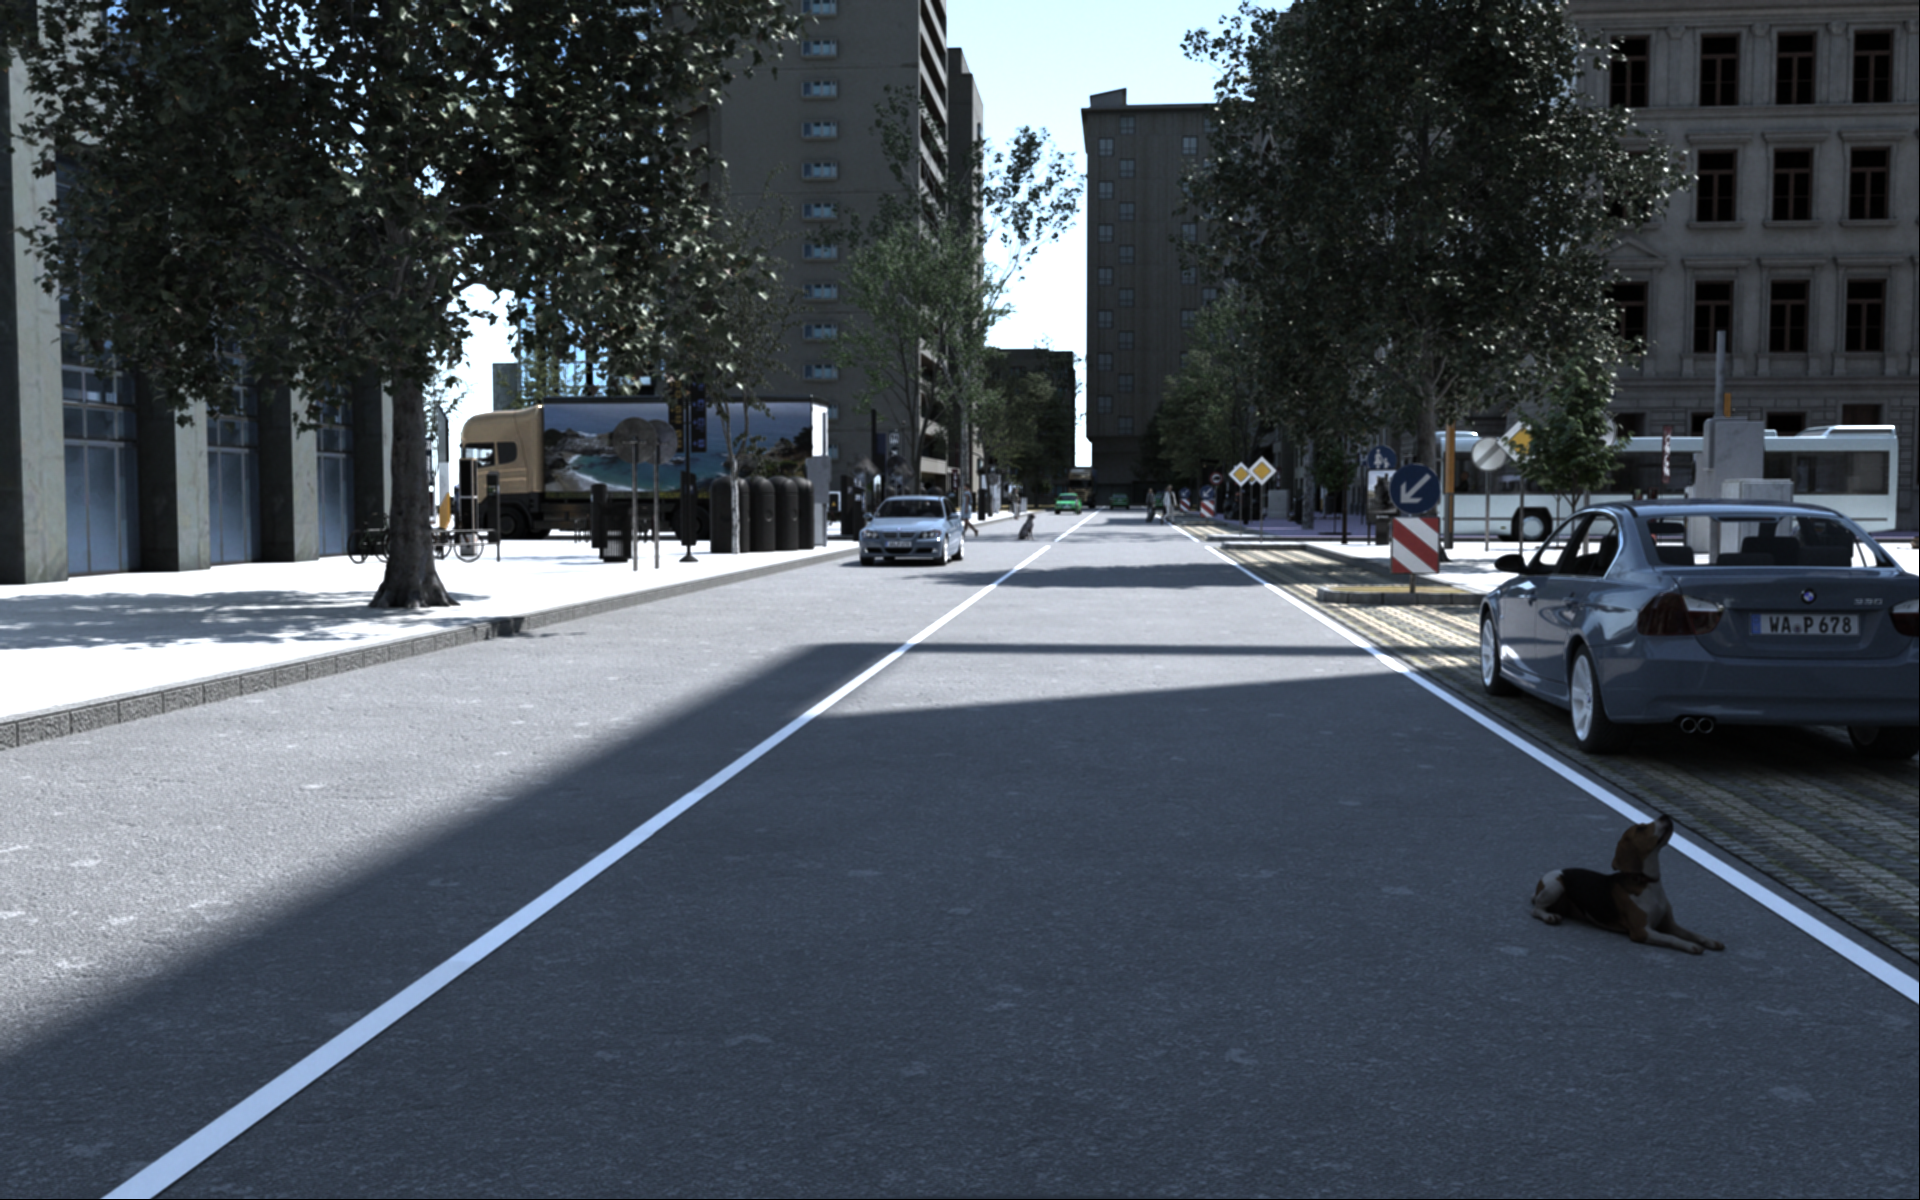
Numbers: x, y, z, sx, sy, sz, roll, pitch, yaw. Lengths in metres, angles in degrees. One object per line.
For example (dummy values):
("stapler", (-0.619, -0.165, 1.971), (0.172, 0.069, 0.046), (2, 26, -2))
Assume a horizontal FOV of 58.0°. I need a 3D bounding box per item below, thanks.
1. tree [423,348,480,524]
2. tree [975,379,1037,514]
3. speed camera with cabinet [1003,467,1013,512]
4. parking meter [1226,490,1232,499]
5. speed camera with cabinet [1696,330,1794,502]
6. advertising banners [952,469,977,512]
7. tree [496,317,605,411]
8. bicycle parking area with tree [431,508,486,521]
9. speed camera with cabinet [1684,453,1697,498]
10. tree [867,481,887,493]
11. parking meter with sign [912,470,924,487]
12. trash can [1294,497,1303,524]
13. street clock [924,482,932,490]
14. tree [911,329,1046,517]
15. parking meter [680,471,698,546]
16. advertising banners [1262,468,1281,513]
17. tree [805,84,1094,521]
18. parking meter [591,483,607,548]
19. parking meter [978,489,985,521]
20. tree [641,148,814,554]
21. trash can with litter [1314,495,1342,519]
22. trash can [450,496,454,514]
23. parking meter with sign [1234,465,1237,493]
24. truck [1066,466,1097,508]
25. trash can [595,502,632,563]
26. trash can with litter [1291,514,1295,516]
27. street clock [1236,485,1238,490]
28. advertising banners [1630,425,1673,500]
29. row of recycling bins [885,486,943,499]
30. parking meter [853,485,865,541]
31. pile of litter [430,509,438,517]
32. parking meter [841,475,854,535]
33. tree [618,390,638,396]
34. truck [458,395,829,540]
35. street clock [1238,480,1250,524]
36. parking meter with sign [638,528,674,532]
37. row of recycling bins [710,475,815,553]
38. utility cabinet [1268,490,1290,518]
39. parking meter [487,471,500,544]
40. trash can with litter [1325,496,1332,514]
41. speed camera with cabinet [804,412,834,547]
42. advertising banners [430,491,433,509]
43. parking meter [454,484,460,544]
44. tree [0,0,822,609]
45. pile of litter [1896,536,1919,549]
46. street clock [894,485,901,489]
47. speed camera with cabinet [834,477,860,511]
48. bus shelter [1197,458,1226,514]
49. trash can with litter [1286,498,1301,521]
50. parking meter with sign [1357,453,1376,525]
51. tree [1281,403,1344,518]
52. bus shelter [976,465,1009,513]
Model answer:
("tree", (-22.724, -7.556, 73.904), (4.360, 8.622, 3.978), (0, 3, 0))
("tree", (2.530, -9.739, 109.600), (4.737, 8.622, 4.395), (0, 3, 0))
("speed camera with cabinet", (2.803, -8.000, 125.129), (2.038, 3.252, 0.660), (1, 4, 9))
("parking meter", (16.179, -5.862, 104.261), (0.372, 1.533, 0.369), (0, 3, 0))
("speed camera with cabinet", (9.249, -1.591, 20.342), (0.660, 3.252, 2.038), (1, 4, 12))
("advertising banners", (0.301, -7.643, 121.148), (2.074, 3.025, 0.090), (-2, 4, -32))
("tree", (-16.249, -7.213, 68.293), (4.737, 8.622, 4.395), (0, 3, 0))
("bicycle parking area with tree", (-23.261, -6.529, 93.747), (8.231, 4.147, 9.016), (0, 4, -3))
("speed camera with cabinet", (15.942, -2.617, 37.124), (0.660, 3.252, 2.038), (1, 4, 17))
("tree", (-5.760, -7.523, 117.597), (1.663, 3.219, 1.824), (0, 3, 0))
("parking meter with sign", (-2.743, -7.759, 123.126), (0.543, 3.016, 1.738), (2, 4, 25))
("trash can", (14.518, -3.775, 73.374), (0.748, 1.137, 0.748), (0, 3, 0))
("street clock", (-1.948, -6.115, 104.553), (0.471, 2.002, 0.358), (-1, 4, -9))
("tree", (1.404, -9.978, 97.546), (7.601, 10.594, 8.767), (2, 4, 26))
("parking meter", (-6.728, -2.283, 43.033), (0.399, 1.863, 0.255), (-1, 4, -16))
("advertising banners", (20.756, -7.295, 115.458), (0.090, 3.025, 2.074), (-2, 4, -27))
("tree", (-1.221, -13.845, 82.252), (12.611, 20.169, 13.585), (0, 3, 0))
("parking meter", (-8.567, -2.000, 41.113), (0.372, 1.533, 0.369), (0, 3, 0))
("parking meter", (1.044, -4.604, 83.692), (0.372, 1.533, 0.369), (0, 3, 0))
("tree", (-4.918, -5.269, 36.504), (4.360, 8.622, 3.978), (0, 3, 0))
("trash can with litter", (18.647, -4.758, 88.855), (2.233, 1.210, 1.678), (1, 4, 19))
("trash can", (-31.486, -5.883, 107.833), (0.748, 1.137, 0.748), (0, 3, 0))
("parking meter with sign", (17.559, -6.699, 105.789), (1.738, 3.016, 0.543), (-2, 4, -25))
("truck", (12.575, -11.529, 177.410), (2.839, 4.237, 11.283), (0, 4, 7))
("trash can", (-6.494, -1.283, 32.631), (0.748, 1.137, 0.748), (0, 3, 0))
("trash can with litter", (19.271, -5.348, 98.499), (1.678, 1.210, 2.233), (-1, 4, -18))
("street clock", (16.880, -6.112, 104.497), (0.358, 2.002, 0.471), (3, 4, 37))
("advertising banners", (17.378, -2.893, 43.482), (2.074, 3.025, 0.090), (-3, 5, -42))
("row of recycling bins", (-2.560, -5.242, 92.816), (3.534, 1.692, 1.069), (-2, 4, -23))
("parking meter", (-2.723, -2.365, 47.076), (0.372, 1.533, 0.369), (0, 3, 0))
("pile of litter", (-30.671, -5.204, 99.043), (1.719, 0.858, 1.176), (0, 4, -1))
("parking meter", (-3.489, -2.940, 53.774), (0.255, 1.863, 0.399), (3, 5, 44))
("tree", (-22.062, -9.920, 112.560), (4.737, 8.622, 4.395), (0, 3, 0))
("truck", (-9.584, -3.777, 50.670), (11.283, 4.237, 2.839), (0, 4, 7))
("street clock", (12.067, -4.190, 73.070), (0.358, 2.002, 0.471), (1, 4, 17))
("parking meter with sign", (-10.010, -3.786, 58.163), (1.738, 3.016, 0.543), (-2, 4, -26))
("row of recycling bins", (-4.360, -1.945, 38.920), (1.069, 1.692, 3.534), (2, 4, 27))
("utility cabinet", (16.581, -4.981, 90.111), (1.173, 1.500, 0.318), (3, 5, 44))
("parking meter", (-11.858, -2.344, 44.028), (0.255, 1.863, 0.399), (0, 4, -4))
("trash can with litter", (23.248, -5.978, 109.129), (0.624, 1.170, 1.055), (1, 4, 17))
("speed camera with cabinet", (-3.571, -2.953, 42.614), (0.660, 3.252, 2.038), (-1, 4, -9))
("advertising banners", (-30.824, -6.392, 100.691), (2.074, 3.025, 0.090), (-1, 4, -17))
("parking meter", (-12.855, -2.218, 44.669), (0.372, 1.533, 0.369), (0, 3, 0))
("tree", (-6.392, -6.277, 19.639), (9.611, 12.733, 9.660), (0, 3, 0))
("pile of litter", (22.742, -1.615, 40.377), (1.719, 0.858, 1.176), (1, 4, 23))
("street clock", (-3.683, -5.961, 102.032), (0.358, 2.002, 0.471), (2, 4, 32))
("speed camera with cabinet", (-7.236, -6.939, 107.787), (2.038, 3.252, 0.660), (1, 4, 18))
("bus shelter", (16.904, -7.651, 116.383), (1.731, 3.624, 6.357), (0, 4, 6))
("trash can with litter", (16.000, -4.314, 81.927), (1.055, 1.170, 0.624), (-2, 4, -28))
("parking meter with sign", (17.359, -4.663, 72.501), (0.543, 3.016, 1.738), (-2, 4, -24))
("tree", (19.510, -8.768, 93.719), (4.737, 8.622, 4.395), (0, 3, 0))
("bus shelter", (2.311, -7.830, 121.941), (2.014, 3.302, 5.546), (0, 4, 5))
